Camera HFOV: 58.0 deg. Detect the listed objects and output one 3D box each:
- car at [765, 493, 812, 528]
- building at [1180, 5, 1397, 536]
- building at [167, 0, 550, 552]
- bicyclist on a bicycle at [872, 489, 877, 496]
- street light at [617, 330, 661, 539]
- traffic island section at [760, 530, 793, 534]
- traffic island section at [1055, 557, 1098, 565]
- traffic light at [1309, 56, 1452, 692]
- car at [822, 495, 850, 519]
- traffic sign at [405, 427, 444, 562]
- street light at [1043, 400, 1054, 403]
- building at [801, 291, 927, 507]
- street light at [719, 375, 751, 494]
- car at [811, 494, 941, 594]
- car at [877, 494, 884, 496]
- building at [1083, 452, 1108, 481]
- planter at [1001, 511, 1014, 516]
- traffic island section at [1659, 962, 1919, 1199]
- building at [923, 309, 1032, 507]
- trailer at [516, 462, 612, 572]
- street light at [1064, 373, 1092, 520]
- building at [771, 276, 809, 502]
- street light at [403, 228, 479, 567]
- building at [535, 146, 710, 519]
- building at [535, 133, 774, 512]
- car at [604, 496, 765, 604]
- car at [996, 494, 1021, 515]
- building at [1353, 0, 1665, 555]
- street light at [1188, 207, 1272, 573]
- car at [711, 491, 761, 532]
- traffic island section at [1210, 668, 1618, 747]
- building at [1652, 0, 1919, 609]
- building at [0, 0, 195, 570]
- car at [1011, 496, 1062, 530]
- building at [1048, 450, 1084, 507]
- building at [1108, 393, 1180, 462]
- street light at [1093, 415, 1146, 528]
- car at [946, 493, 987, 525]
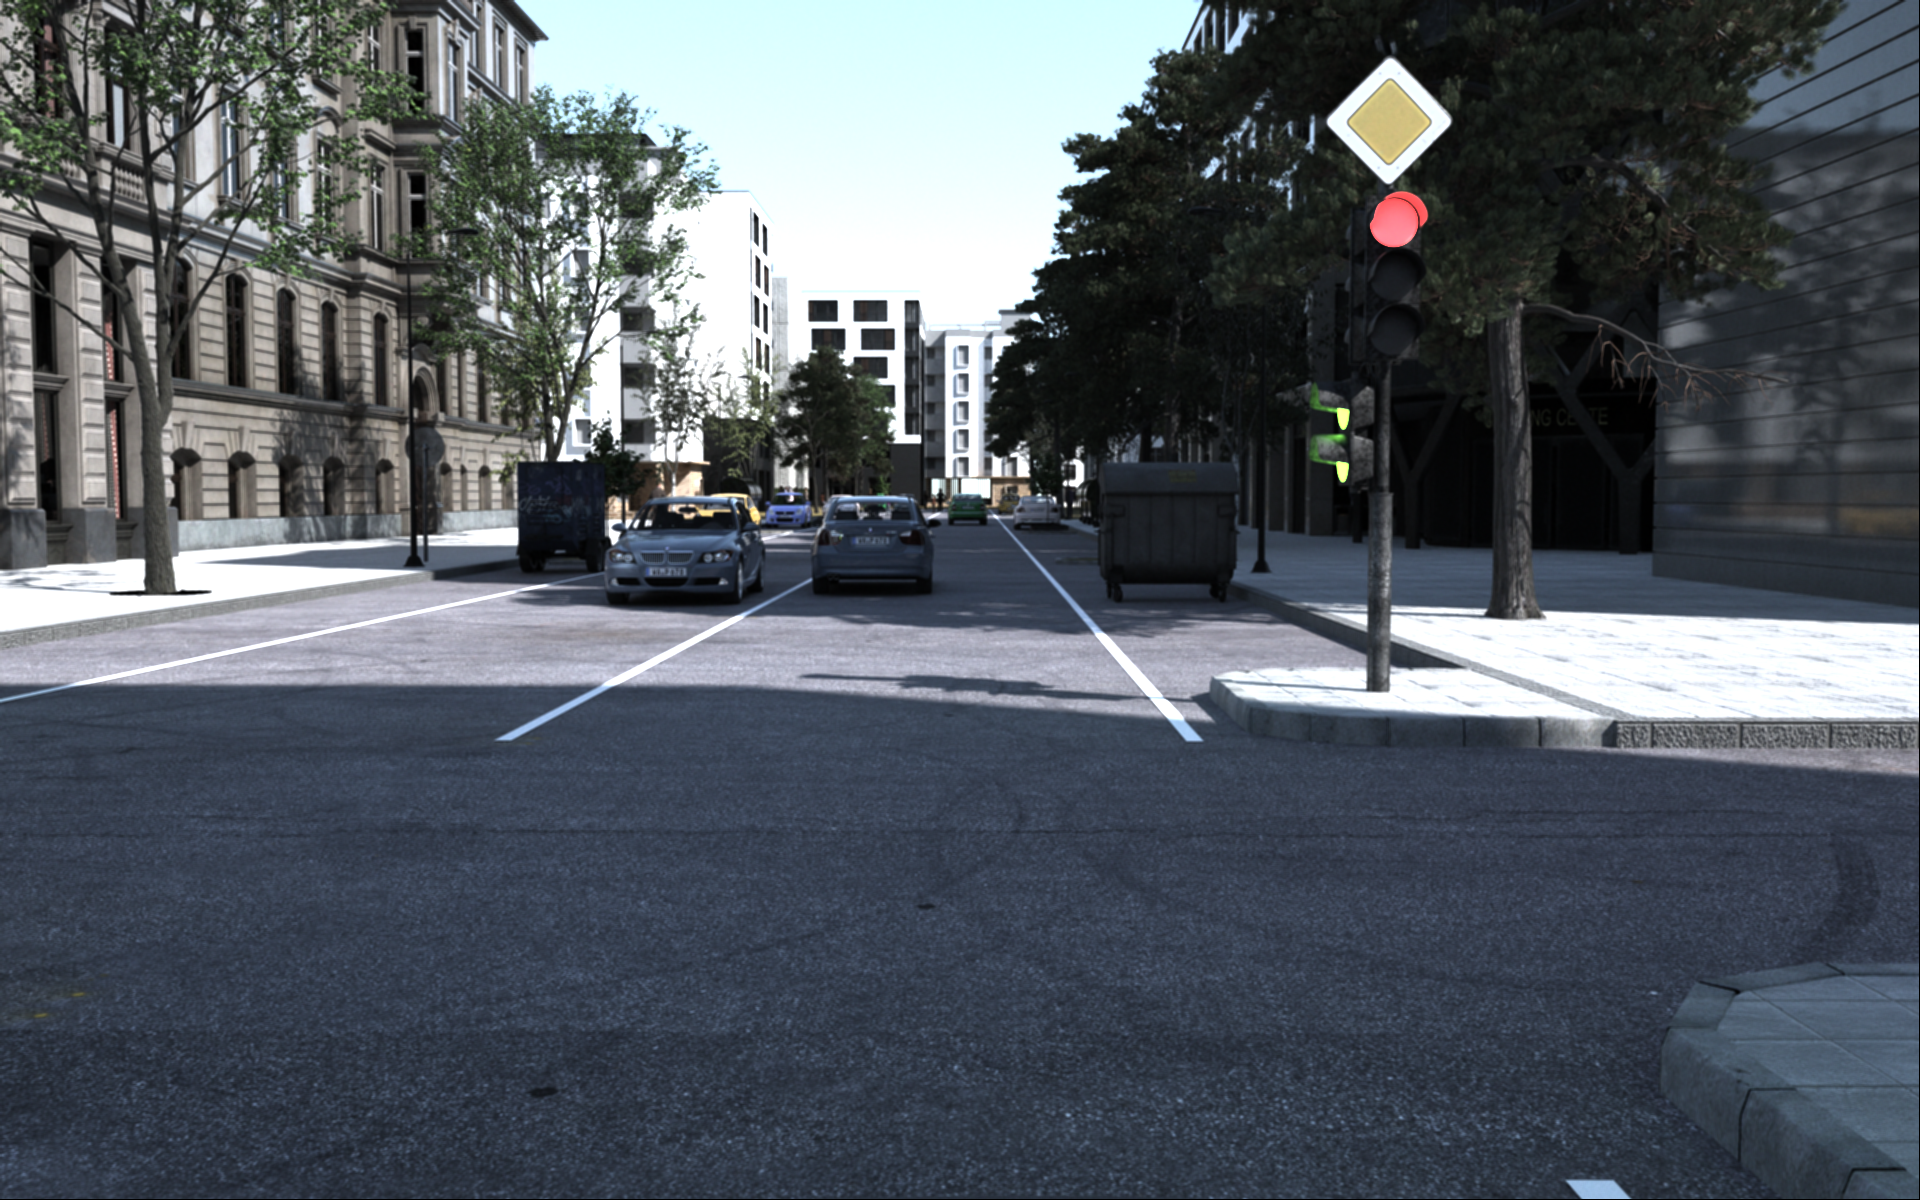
[{"bbox_3d":[-7.264,-3.916,73.610,1.945,1.707,3.694,0,3,0],"label":"car"},{"bbox_3d":[20.448,-16.182,69.089,19.350,26.468,34.151,0,4,1],"label":"building"},{"bbox_3d":[-22.200,-14.286,52.662,14.460,24.649,34.723,0,4,1],"label":"building"},{"bbox_3d":[-3.411,-3.616,69.139,1.499,1.676,1.625,0,4,0],"label":"bicyclist on a bicycle"},{"bbox_3d":[-9.029,-4.685,49.134,1.470,5.913,1.316,0,4,1],"label":"street light"},{"bbox_3d":[-7.117,-2.461,63.097,1.991,0.108,1.994,0,4,1],"label":"traffic island section"},{"bbox_3d":[2.972,-0.800,35.945,1.991,0.108,1.994,0,4,1],"label":"traffic island section"},{"bbox_3d":[2.702,-1.340,11.155,0.839,4.213,0.868,0,4,1],"label":"traffic light"},{"bbox_3d":[-6.892,-5.395,100.567,2.083,1.381,4.827,0,4,2],"label":"car"},{"bbox_3d":[-10.134,-1.999,32.790,0.768,2.556,0.104,0,4,5],"label":"traffic sign"},{"bbox_3d":[4.822,-6.937,85.954,1.470,5.913,1.316,0,4,1],"label":"street light"},{"bbox_3d":[-20.201,-21.072,188.504,32.646,21.610,27.936,0,4,1],"label":"building"},{"bbox_3d":[-8.873,-5.832,67.891,1.470,5.913,1.316,0,4,1],"label":"street light"},{"bbox_3d":[-1.283,-0.870,26.224,2.014,1.417,4.499,0,4,-1],"label":"car"},{"bbox_3d":[-6.571,-7.730,135.177,1.959,1.807,4.718,0,4,0],"label":"car"},{"bbox_3d":[19.502,-16.844,141.857,16.747,18.905,31.486,0,4,1],"label":"building"},{"bbox_3d":[3.653,-5.623,113.078,1.991,0.319,1.994,0,4,1],"label":"planter"},{"bbox_3d":[2.670,1.162,3.283,2.009,0.180,2.903,0,4,1],"label":"traffic island section"},{"bbox_3d":[1.905,-19.987,183.202,11.380,20.091,16.016,0,4,1],"label":"building"},{"bbox_3d":[-7.296,-1.479,31.231,1.471,1.999,3.904,0,4,1],"label":"trailer"},{"bbox_3d":[4.730,-5.741,66.408,1.470,5.913,1.316,0,4,1],"label":"street light"},{"bbox_3d":[-29.598,-17.308,149.446,31.486,18.905,16.747,0,4,1],"label":"building"},{"bbox_3d":[-9.092,-3.537,30.375,1.470,5.913,1.316,0,4,1],"label":"street light"},{"bbox_3d":[-21.995,-14.434,92.414,16.016,20.091,11.380,0,4,1],"label":"building"},{"bbox_3d":[-28.137,-16.563,114.777,27.936,21.610,32.646,0,4,1],"label":"building"},{"bbox_3d":[-3.739,-0.740,24.097,2.014,1.417,4.499,0,4,-1],"label":"car"},{"bbox_3d":[3.512,-6.709,119.919,2.015,1.641,3.980,0,4,1],"label":"car"},{"bbox_3d":[18.408,-10.792,43.908,16.820,18.784,16.811,0,4,1],"label":"building"},{"bbox_3d":[4.385,-3.402,28.156,1.470,5.913,1.316,0,4,1],"label":"street light"},{"bbox_3d":[-7.404,-2.746,55.117,2.015,1.641,3.980,0,4,1],"label":"car"},{"bbox_3d":[2.741,0.674,11.268,2.009,0.180,2.903,0,4,1],"label":"traffic island section"},{"bbox_3d":[25.488,-14.863,20.502,29.804,29.767,11.434,0,4,1],"label":"building"},{"bbox_3d":[-20.782,-12.020,25.404,11.050,23.489,19.941,0,4,1],"label":"building"},{"bbox_3d":[3.112,-3.557,70.523,2.083,1.381,4.827,0,4,1],"label":"car"},{"bbox_3d":[22.427,-14.529,179.702,28.070,9.664,9.099,0,4,1],"label":"building"},{"bbox_3d":[15.030,-10.376,111.793,9.099,9.664,28.070,0,4,1],"label":"building"},{"bbox_3d":[4.488,-4.570,47.254,1.470,5.913,1.316,0,4,1],"label":"street light"},{"bbox_3d":[0.331,-4.425,81.142,1.959,1.807,4.718,0,4,-1],"label":"car"}]
